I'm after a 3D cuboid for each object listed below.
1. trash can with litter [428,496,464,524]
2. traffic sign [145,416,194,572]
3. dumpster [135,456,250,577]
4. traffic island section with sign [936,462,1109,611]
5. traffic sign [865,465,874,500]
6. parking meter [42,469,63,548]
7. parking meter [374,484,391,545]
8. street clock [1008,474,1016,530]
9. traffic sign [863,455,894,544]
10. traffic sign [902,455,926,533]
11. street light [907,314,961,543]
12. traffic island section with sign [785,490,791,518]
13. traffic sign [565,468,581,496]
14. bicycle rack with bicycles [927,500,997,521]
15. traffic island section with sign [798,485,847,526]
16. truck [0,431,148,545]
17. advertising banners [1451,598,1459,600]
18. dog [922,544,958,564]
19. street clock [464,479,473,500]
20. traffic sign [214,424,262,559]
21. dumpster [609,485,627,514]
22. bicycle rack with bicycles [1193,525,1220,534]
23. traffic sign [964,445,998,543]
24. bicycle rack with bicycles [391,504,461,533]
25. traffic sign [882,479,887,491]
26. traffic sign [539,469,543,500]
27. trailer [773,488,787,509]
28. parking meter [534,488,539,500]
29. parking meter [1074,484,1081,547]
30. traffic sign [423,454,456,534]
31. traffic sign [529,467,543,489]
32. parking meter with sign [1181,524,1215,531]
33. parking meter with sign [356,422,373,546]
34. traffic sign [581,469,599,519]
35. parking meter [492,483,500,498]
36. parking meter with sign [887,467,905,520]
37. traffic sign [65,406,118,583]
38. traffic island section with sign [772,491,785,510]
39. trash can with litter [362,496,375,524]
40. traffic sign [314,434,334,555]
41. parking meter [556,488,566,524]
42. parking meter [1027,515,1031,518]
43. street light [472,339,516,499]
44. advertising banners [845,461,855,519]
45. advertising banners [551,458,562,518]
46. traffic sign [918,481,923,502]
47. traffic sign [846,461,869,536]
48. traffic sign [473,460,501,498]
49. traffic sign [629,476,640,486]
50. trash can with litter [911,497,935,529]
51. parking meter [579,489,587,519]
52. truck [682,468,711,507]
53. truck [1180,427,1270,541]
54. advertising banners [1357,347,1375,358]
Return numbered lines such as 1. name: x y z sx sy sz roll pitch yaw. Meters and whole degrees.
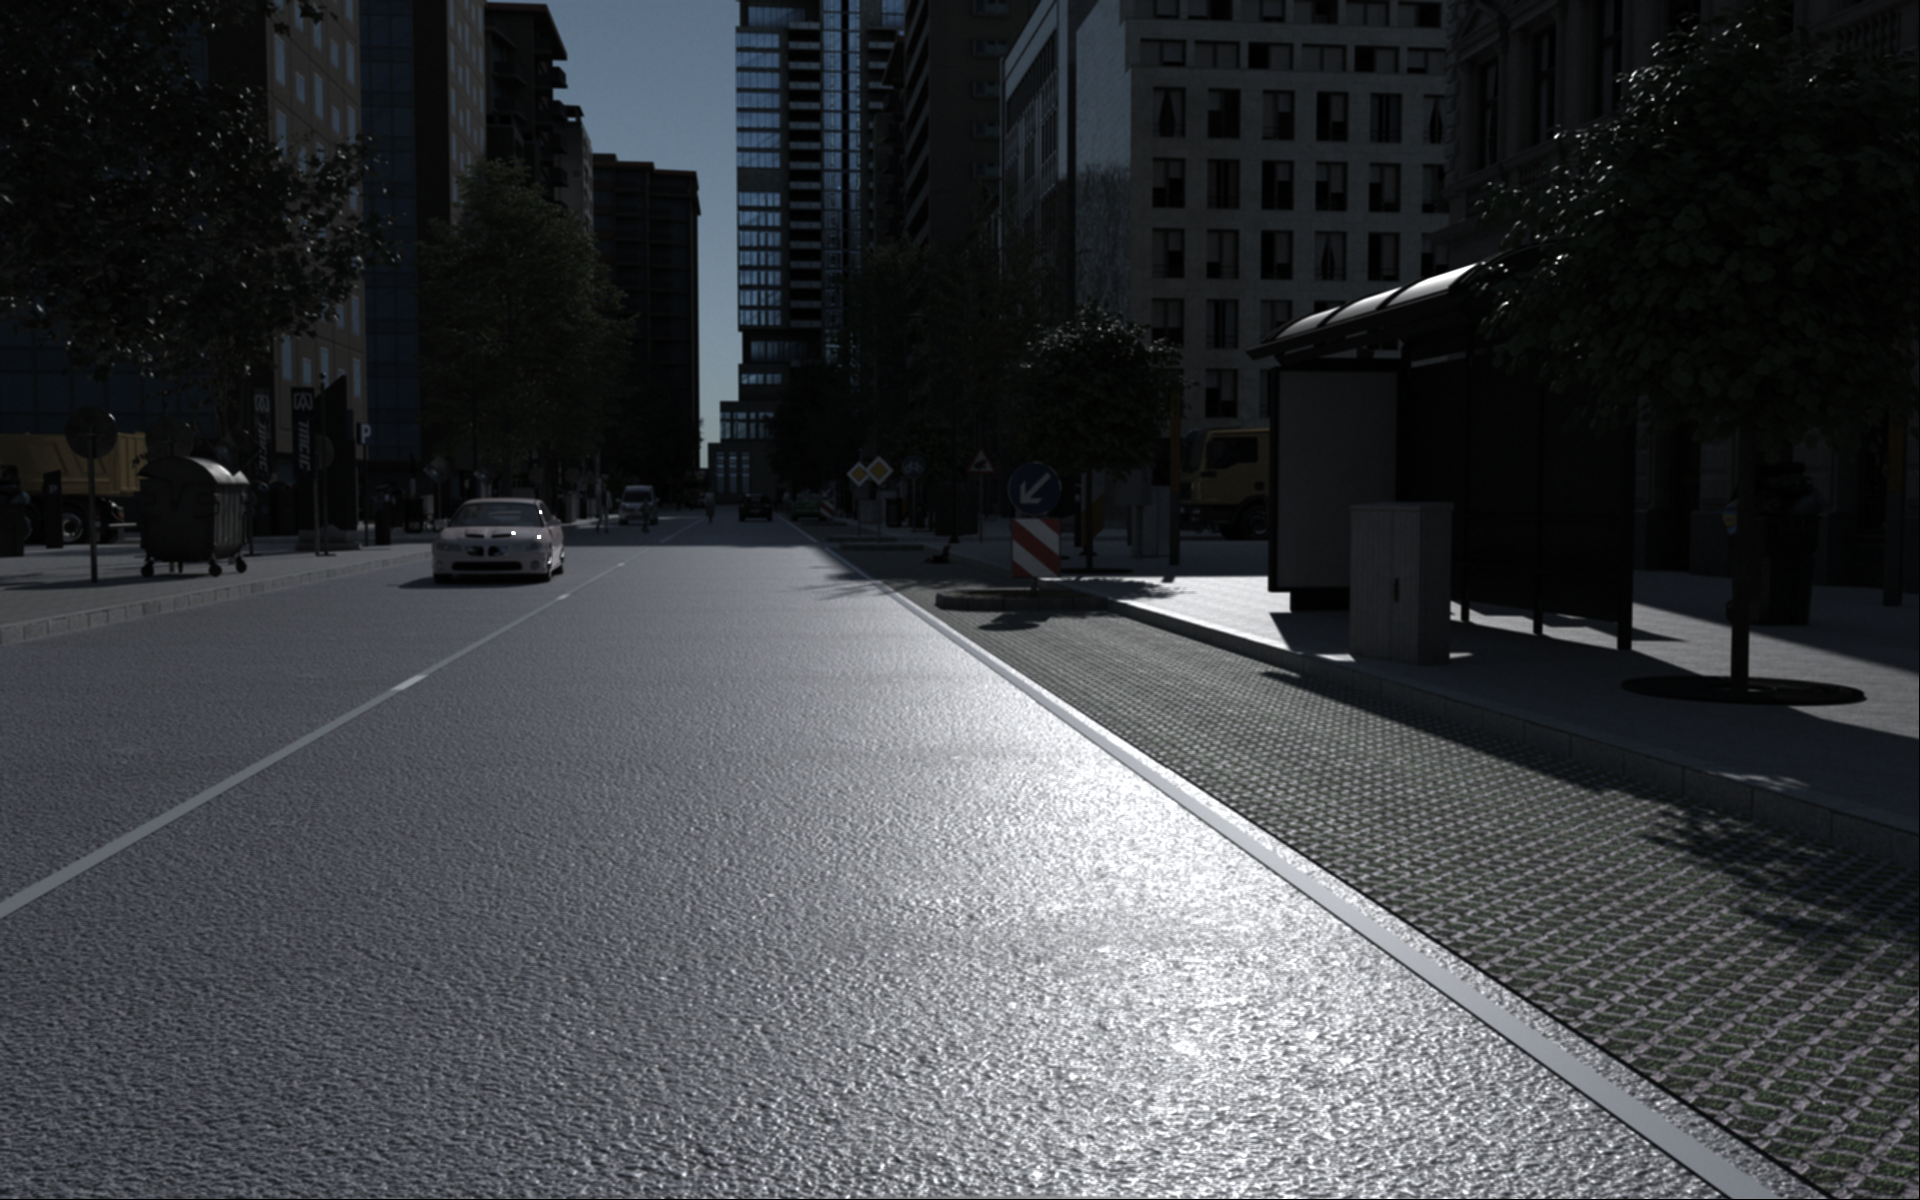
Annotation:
1. trash can with litter: -22.202 -3.923 75.197 2.233 1.210 1.678 -1 4 -14
2. traffic sign: -12.961 -1.731 28.410 0.768 2.556 0.104 0 4 -5
3. dumpster: -12.127 -1.324 27.402 1.264 1.857 1.865 0 4 -7
4. traffic island section with sign: 0.723 -0.822 22.060 1.989 1.847 2.006 0 4 -7
5. traffic sign: -4.161 -4.721 77.184 0.884 2.594 0.081 0 4 -5
6. parking meter: -21.464 -2.156 40.958 0.399 1.863 0.255 -2 4 -34
7. parking meter: -14.568 -2.157 43.679 0.372 1.533 0.369 0 3 0
8. street clock: 1.895 -3.514 62.019 0.358 2.002 0.471 -1 4 -13
9. traffic sign: -2.099 -2.518 44.816 0.795 2.450 0.064 0 4 -7
10. traffic sign: -1.510 -3.461 56.698 0.768 2.556 0.104 0 4 -4
11. street light: -0.681 -4.428 44.940 1.470 5.913 1.316 0 4 -7
12. traffic island section with sign: -9.423 -5.878 104.733 1.989 1.847 2.006 0 4 -7
13. traffic sign: -18.756 -5.123 83.872 0.768 2.556 0.104 0 4 -5
14. bicycle rack with bicycles: -0.050 -4.162 81.424 2.852 0.926 2.925 -3 5 -40
15. traffic island section with sign: -6.136 -4.242 77.977 1.989 1.847 2.006 0 4 -7
16. truck: -26.923 -3.042 45.668 9.791 3.379 3.469 0 4 -8
17. advertising banners: 6.127 -1.507 20.828 2.074 3.025 0.090 1 4 14
18. dog: -0.435 -0.936 35.491 0.748 0.427 0.550 3 5 43
19. street clock: -23.656 -4.823 83.425 0.471 2.002 0.358 3 5 42
20. traffic sign: -11.863 -1.669 28.480 0.795 2.450 0.064 0 4 0
21. dumpster: -25.017 -7.492 124.995 1.502 2.255 1.985 0 4 -7
22. bicycle rack with bicycles: 8.837 -2.631 56.393 2.925 0.926 2.852 -2 4 -27
23. traffic sign: 0.551 -2.779 45.436 0.884 2.594 0.081 0 4 -4
24. bicycle rack with bicycles: -17.902 -2.802 59.191 2.852 0.926 2.925 1 4 23
25. traffic sign: -4.066 -5.648 92.449 0.768 2.556 0.104 0 4 1
26. traffic sign: -20.733 -5.225 85.533 0.768 2.556 0.104 0 4 -2
27. trailer: -17.691 -10.030 171.032 1.471 1.999 3.904 -1 4 -8
28. parking meter: -19.254 -4.285 78.478 0.372 1.533 0.369 0 3 0
29. parking meter: 2.958 -2.051 41.949 0.372 1.533 0.369 0 3 0
30. traffic sign: -13.064 -2.438 43.497 0.795 2.450 0.064 0 4 -7
31. traffic sign: -20.154 -5.037 82.467 0.768 2.556 0.104 0 4 -2
32. parking meter with sign: 8.103 -3.941 60.696 1.738 3.016 0.543 0 4 1
33. parking meter with sign: -15.323 -2.829 42.509 1.738 3.016 0.543 1 4 14
34. traffic sign: -19.197 -5.496 89.867 0.884 2.594 0.081 0 4 -4
35. parking meter: -23.721 -5.060 88.445 0.399 1.863 0.255 -1 4 -11
36. parking meter with sign: -3.260 -5.552 87.032 0.543 3.016 1.738 -2 4 -28
37. traffic sign: -12.516 -1.521 24.967 0.768 2.556 0.104 0 4 3
38. traffic island section with sign: -18.725 -10.517 180.577 1.989 1.847 2.006 0 4 -7
39. trash can with litter: -25.402 -3.936 75.417 1.678 1.210 2.233 0 4 -4
40. traffic sign: -13.591 -2.229 36.543 0.768 2.556 0.104 0 4 -1
41. parking meter: -17.289 -4.075 75.042 0.372 1.533 0.369 0 3 0
42. parking meter: 2.409 -3.217 58.313 0.255 1.863 0.399 1 4 12
43. street light: -13.974 -4.850 51.835 1.470 5.913 1.316 0 4 -7
44. advertising banners: -5.780 -5.835 91.594 0.090 3.025 2.074 1 4 10
45. advertising banners: -19.662 -5.389 84.299 0.090 3.025 2.074 -2 4 -27
46. traffic sign: -1.716 -4.732 77.469 0.768 2.556 0.104 0 4 -5
47. traffic sign: -3.071 -3.003 52.742 0.795 2.450 0.064 0 4 -7
48. traffic sign: -14.036 -2.922 51.423 0.795 2.450 0.064 0 4 -7
49. traffic sign: -22.538 -7.323 119.832 0.768 2.556 0.104 0 4 -5
50. trash can with litter: -1.287 -3.246 64.458 1.055 1.170 0.624 1 4 12
51. parking meter: -19.462 -4.956 89.439 0.372 1.533 0.369 0 3 0
52. truck: -28.699 -12.258 189.337 2.839 4.237 11.283 0 4 -5
53. truck: 10.494 -3.354 50.758 9.791 3.379 3.469 0 4 -6
54. advertising banners: 4.422 -1.470 20.218 0.090 3.025 2.074 2 4 35
